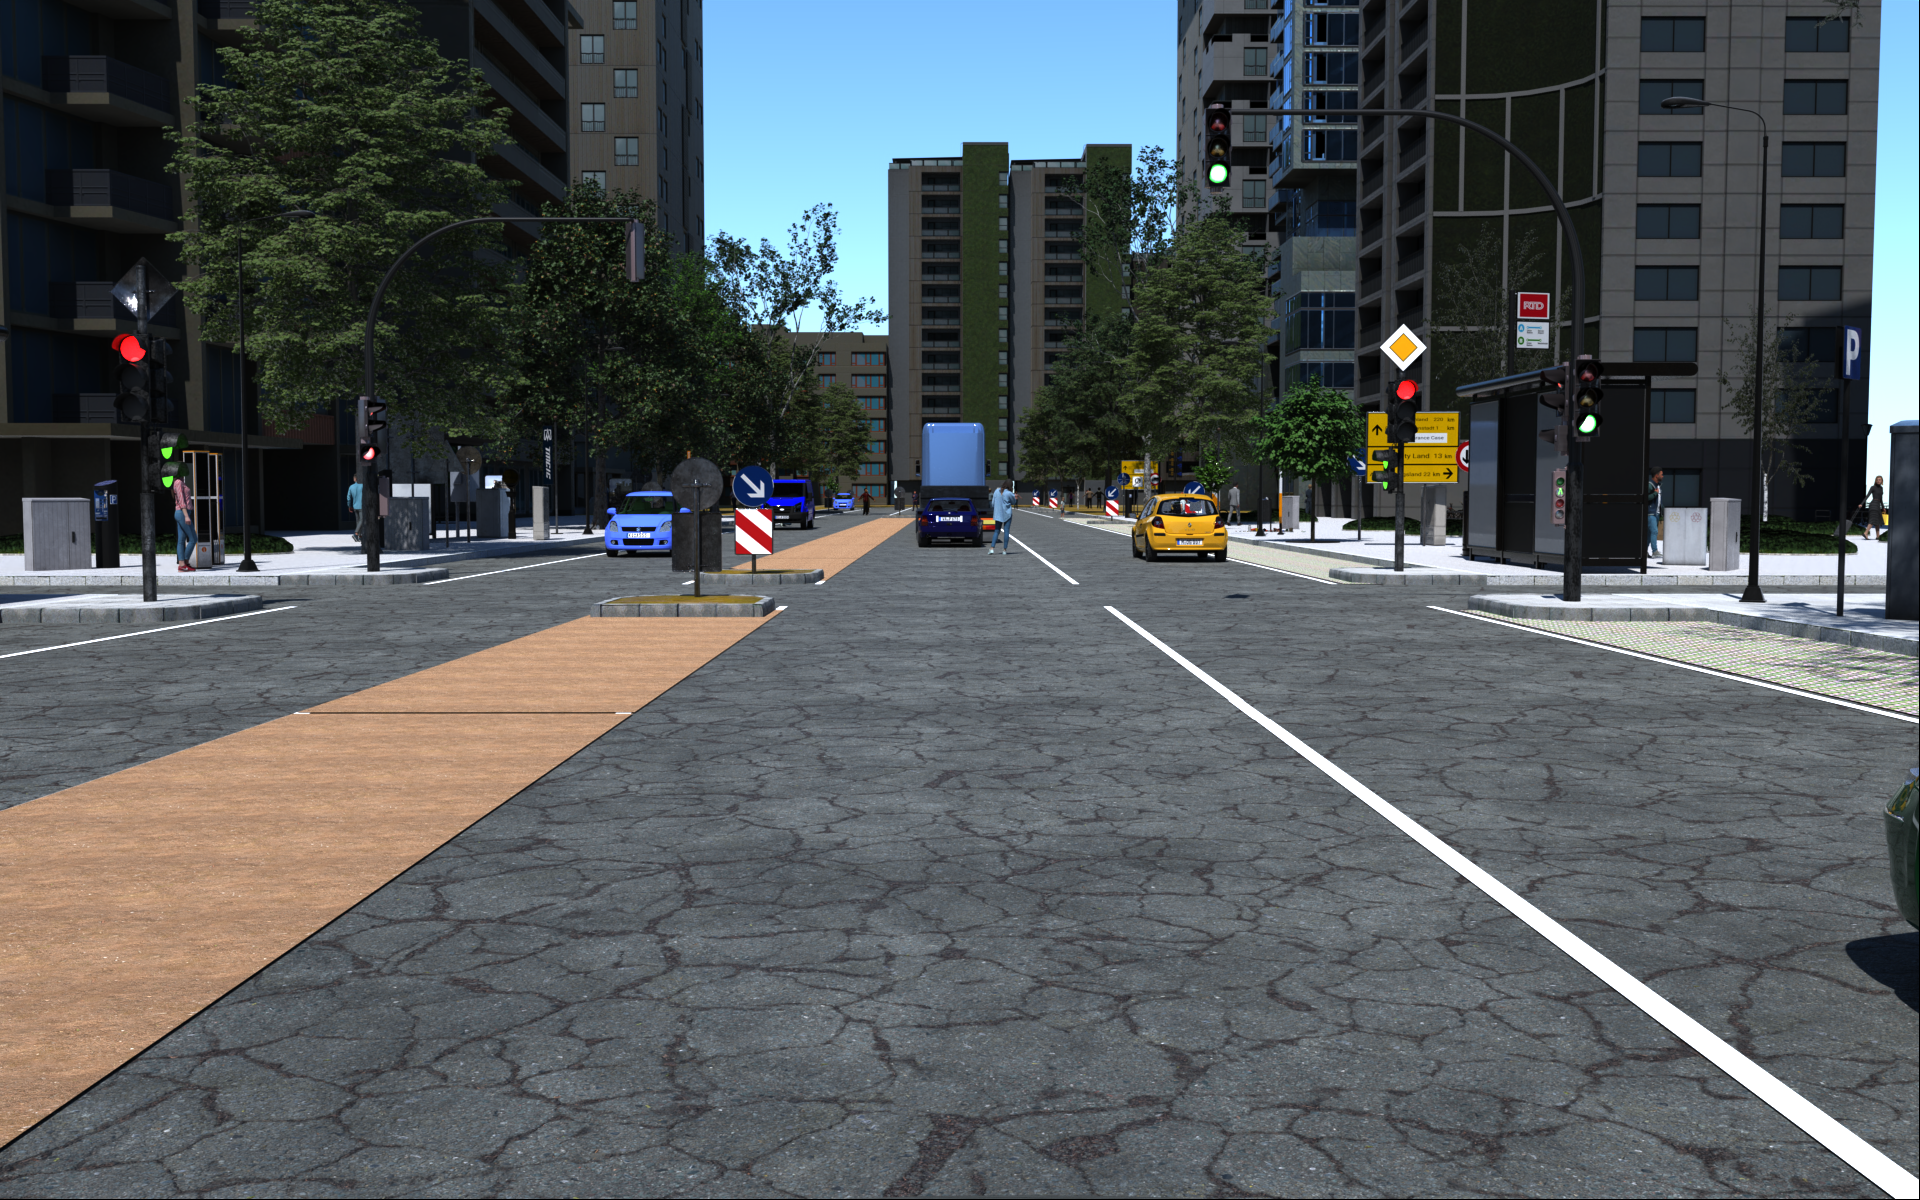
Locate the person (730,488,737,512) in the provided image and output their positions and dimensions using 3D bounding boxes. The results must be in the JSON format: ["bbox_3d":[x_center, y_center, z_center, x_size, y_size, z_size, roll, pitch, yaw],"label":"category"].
[{"bbox_3d":[-16.471,-7.272,125.871,0.756,1.711,0.436,-2,4,-34],"label":"person"}]

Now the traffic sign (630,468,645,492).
[{"bbox_3d":[-15.385,-5.034,82.306,0.884,2.594,0.081,0,4,4],"label":"traffic sign"}]

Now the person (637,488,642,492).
[{"bbox_3d":[-24.454,-7.681,132.303,0.551,1.740,0.621,1,4,12],"label":"person"}]

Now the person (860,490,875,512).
[{"bbox_3d":[-7.237,-7.687,134.921,1.217,1.736,0.721,0,4,-2],"label":"person"}]

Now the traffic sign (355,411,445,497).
[{"bbox_3d":[-13.782,-2.982,42.628,2.265,3.308,0.079,0,4,6],"label":"traffic sign"}]

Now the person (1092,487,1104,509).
[{"bbox_3d":[12.167,-8.913,151.396,1.348,1.869,0.705,1,4,12],"label":"person"}]

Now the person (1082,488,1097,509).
[{"bbox_3d":[11.485,-9.013,153.413,1.348,1.823,0.705,0,4,-2],"label":"person"}]

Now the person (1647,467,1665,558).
[{"bbox_3d":[13.830,-1.738,34.450,0.794,1.824,0.713,-2,4,-28],"label":"person"}]

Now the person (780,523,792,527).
[{"bbox_3d":[-7.737,-3.823,76.502,0.738,1.151,1.012,-2,4,-30],"label":"person"}]

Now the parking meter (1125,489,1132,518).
[{"bbox_3d":[9.039,-5.167,92.888,0.372,1.533,0.369,0,3,0],"label":"parking meter"}]

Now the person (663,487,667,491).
[{"bbox_3d":[-22.475,-7.679,131.460,0.709,1.838,0.599,-1,4,-23],"label":"person"}]

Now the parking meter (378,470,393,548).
[{"bbox_3d":[-13.783,-2.185,41.433,0.399,1.863,0.255,2,4,35],"label":"parking meter"}]

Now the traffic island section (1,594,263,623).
[{"bbox_3d":[-9.697,0.096,20.704,2.009,0.180,2.903,0,4,0],"label":"traffic island section"}]

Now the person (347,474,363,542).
[{"bbox_3d":[-16.286,-2.501,46.792,0.638,1.841,0.748,1,4,19],"label":"person"}]

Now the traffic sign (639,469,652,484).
[{"bbox_3d":[-15.651,-5.255,86.032,0.768,2.556,0.104,0,4,7],"label":"traffic sign"}]

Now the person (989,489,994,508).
[{"bbox_3d":[2.034,-6.687,117.919,0.705,1.814,1.350,-3,5,-45],"label":"person"}]

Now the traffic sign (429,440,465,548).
[{"bbox_3d":[-12.286,-2.535,41.450,0.884,2.594,0.081,0,4,7],"label":"traffic sign"}]

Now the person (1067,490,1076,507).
[{"bbox_3d":[11.052,-10.083,171.586,0.721,1.739,1.217,-3,5,-43],"label":"person"}]

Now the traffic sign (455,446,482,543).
[{"bbox_3d":[-13.000,-2.793,45.764,0.768,2.556,0.104,0,4,8],"label":"traffic sign"}]

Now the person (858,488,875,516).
[{"bbox_3d":[-6.286,-6.570,115.876,1.348,1.831,0.705,-2,4,-33],"label":"person"}]

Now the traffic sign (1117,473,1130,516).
[{"bbox_3d":[9.736,-6.289,102.934,0.768,2.556,0.104,1,4,8],"label":"traffic sign"}]

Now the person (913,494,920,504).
[{"bbox_3d":[-2.404,-6.132,108.889,1.348,1.807,0.705,3,5,44],"label":"person"}]

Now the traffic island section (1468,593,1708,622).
[{"bbox_3d":[7.345,0.092,20.770,2.009,0.180,2.903,0,4,0],"label":"traffic island section"}]

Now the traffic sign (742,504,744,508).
[{"bbox_3d":[-12.814,-6.252,102.231,0.884,2.594,0.081,1,4,8],"label":"traffic sign"}]

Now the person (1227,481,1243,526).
[{"bbox_3d":[11.092,-3.897,70.028,0.850,1.792,0.678,-3,5,-44],"label":"person"}]

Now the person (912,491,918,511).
[{"bbox_3d":[-3.805,-8.374,146.330,0.541,1.710,0.530,2,4,27],"label":"person"}]

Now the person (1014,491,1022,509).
[{"bbox_3d":[5.292,-9.375,162.491,1.217,1.736,0.721,-2,4,-25],"label":"person"}]

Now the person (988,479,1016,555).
[{"bbox_3d":[0.991,-1.975,41.059,0.793,1.790,0.793,-1,4,-12],"label":"person"}]

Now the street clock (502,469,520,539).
[{"bbox_3d":[-12.815,-2.748,49.506,0.471,2.002,0.358,0,4,-3],"label":"street clock"}]

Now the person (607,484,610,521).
[{"bbox_3d":[-16.053,-4.450,78.975,0.721,1.800,0.419,-3,5,-45],"label":"person"}]

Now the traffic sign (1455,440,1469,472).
[{"bbox_3d":[12.062,-2.496,40.913,0.768,2.556,0.104,0,4,3],"label":"traffic sign"}]

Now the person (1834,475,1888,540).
[{"bbox_3d":[25.209,-2.577,48.392,1.509,1.804,0.699,0,4,7],"label":"person"}]

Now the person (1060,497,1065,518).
[{"bbox_3d":[6.045,-5.401,101.482,0.332,1.250,0.352,-1,4,-17],"label":"person"}]

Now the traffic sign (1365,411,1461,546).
[{"bbox_3d":[11.108,-2.978,42.558,2.265,3.308,0.079,0,4,5],"label":"traffic sign"}]

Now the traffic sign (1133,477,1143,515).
[{"bbox_3d":[10.374,-6.057,101.164,0.606,2.300,0.079,0,4,8],"label":"traffic sign"}]

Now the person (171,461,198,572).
[{"bbox_3d":[-12.757,-1.372,28.485,0.388,1.821,0.555,-3,5,-40],"label":"person"}]

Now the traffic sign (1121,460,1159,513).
[{"bbox_3d":[10.820,-6.757,104.343,2.265,3.308,0.079,0,4,7],"label":"traffic sign"}]

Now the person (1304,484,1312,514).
[{"bbox_3d":[17.409,-4.875,86.168,0.576,1.772,0.534,2,4,25],"label":"person"}]

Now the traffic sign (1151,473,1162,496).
[{"bbox_3d":[11.661,-6.328,103.565,0.768,2.556,0.104,0,4,7],"label":"traffic sign"}]

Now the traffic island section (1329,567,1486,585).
[{"bbox_3d":[7.311,-0.396,28.755,2.009,0.180,2.903,0,4,0],"label":"traffic island section"}]

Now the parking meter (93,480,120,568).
[{"bbox_3d":[-14.816,-1.325,30.073,0.372,1.533,0.369,0,3,0],"label":"parking meter"}]

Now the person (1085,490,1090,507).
[{"bbox_3d":[12.971,-10.364,176.300,0.445,1.727,0.742,1,4,13],"label":"person"}]

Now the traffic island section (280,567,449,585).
[{"bbox_3d":[-9.730,-0.392,28.689,2.009,0.180,2.903,0,4,0],"label":"traffic island section"}]

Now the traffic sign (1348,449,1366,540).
[{"bbox_3d":[11.179,-2.954,48.407,0.768,2.556,0.104,0,4,6],"label":"traffic sign"}]
